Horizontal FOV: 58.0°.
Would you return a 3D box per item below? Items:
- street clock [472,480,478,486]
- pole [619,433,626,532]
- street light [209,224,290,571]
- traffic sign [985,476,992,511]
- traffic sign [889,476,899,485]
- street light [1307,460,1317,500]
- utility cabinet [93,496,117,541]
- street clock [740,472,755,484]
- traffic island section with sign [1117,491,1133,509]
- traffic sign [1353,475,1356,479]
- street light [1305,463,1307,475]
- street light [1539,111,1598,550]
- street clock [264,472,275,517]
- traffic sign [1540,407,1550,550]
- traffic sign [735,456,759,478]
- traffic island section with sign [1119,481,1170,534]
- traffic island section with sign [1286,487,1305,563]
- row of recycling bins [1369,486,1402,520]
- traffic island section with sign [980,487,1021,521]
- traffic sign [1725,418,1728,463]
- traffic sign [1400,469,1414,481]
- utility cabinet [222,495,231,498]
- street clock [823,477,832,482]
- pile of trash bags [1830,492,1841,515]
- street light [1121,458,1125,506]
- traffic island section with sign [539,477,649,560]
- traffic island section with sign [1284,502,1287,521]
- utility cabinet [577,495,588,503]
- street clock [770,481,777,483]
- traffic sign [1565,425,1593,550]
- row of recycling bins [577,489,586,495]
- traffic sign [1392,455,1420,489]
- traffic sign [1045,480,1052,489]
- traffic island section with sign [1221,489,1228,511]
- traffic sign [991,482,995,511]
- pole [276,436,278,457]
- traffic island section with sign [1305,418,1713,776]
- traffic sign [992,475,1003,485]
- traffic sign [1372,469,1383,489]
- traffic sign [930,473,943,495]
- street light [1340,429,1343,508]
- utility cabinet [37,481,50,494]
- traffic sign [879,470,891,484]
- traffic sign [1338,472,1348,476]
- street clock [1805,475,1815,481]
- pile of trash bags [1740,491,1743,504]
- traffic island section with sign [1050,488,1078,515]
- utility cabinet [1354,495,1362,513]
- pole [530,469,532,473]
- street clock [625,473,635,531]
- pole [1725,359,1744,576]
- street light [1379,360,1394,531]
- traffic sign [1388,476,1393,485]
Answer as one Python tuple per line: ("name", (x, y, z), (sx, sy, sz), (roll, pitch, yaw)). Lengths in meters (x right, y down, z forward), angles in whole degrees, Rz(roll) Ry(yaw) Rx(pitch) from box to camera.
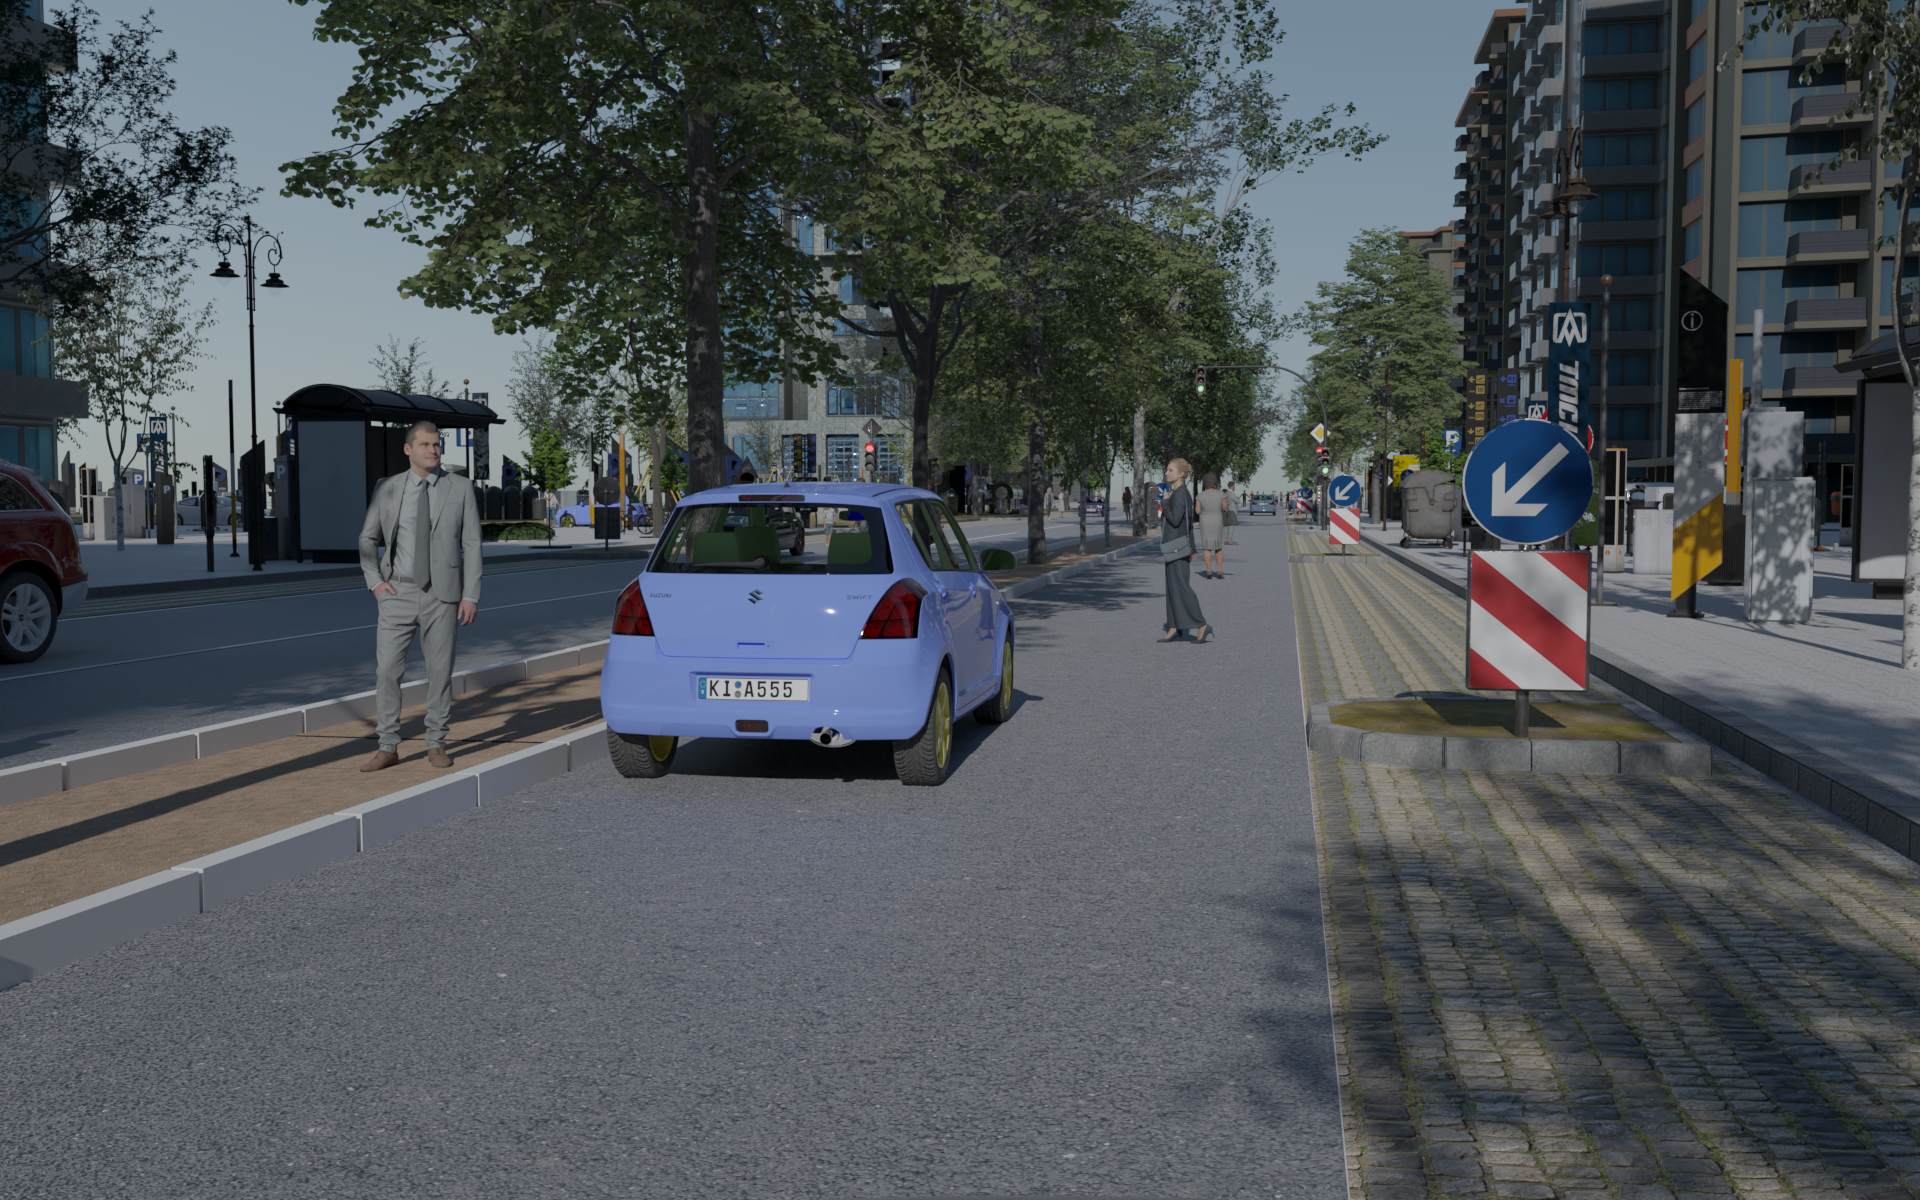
("street clock", (-24.894, -5.149, 88.760), (0.358, 2.002, 0.471), (0, 4, 5))
("pole", (-11.342, -3.938, 58.228), (0.158, 3.312, 0.155), (0, 3, 0))
("street light", (-11.773, -3.429, 28.850), (0.468, 5.910, 1.993), (1, 4, 11))
("traffic sign", (1.918, -7.466, 122.073), (0.884, 2.594, 0.081), (1, 4, 15))
("traffic sign", (-3.661, -5.731, 95.830), (0.606, 2.300, 0.079), (1, 4, 11))
("street light", (44.139, -14.943, 217.109), (0.468, 5.910, 1.993), (1, 4, 11))
("utility cabinet", (-23.747, -2.263, 48.159), (0.306, 1.237, 1.020), (0, 4, -8))
("street clock", (-7.011, -3.215, 57.129), (0.471, 2.002, 0.358), (0, 4, -4))
("traffic island section with sign", (16.399, -9.842, 169.543), (1.989, 1.847, 2.006), (1, 4, 11))
("traffic sign", (27.083, -7.294, 119.254), (0.884, 2.594, 0.081), (1, 4, 16))
("street light", (52.032, -17.577, 260.165), (0.468, 5.910, 1.993), (1, 4, 11))
("street light", (7.486, -2.976, 21.450), (0.468, 5.910, 1.993), (1, 4, 11))
("street clock", (-22.221, -3.148, 56.045), (0.358, 2.002, 0.471), (2, 4, 34))
("traffic sign", (8.404, -1.512, 24.718), (0.884, 2.594, 0.081), (1, 4, 12))
("traffic sign", (-7.221, -3.592, 58.728), (0.884, 2.594, 0.081), (1, 4, 15))
("traffic island section with sign", (6.785, -3.315, 62.330), (2.006, 1.907, 1.989), (1, 4, 11))
("traffic island section with sign", (7.930, -1.695, 36.342), (1.989, 1.847, 2.006), (1, 4, 11))
("row of recycling bins", (22.546, -5.177, 91.758), (1.069, 1.692, 3.534), (0, 4, -1))
("traffic island section with sign", (2.222, -5.187, 93.443), (1.989, 1.847, 2.006), (1, 4, 11))
("traffic sign", (12.621, -1.759, 28.861), (0.768, 2.556, 0.104), (1, 4, 17))
("traffic sign", (22.769, -5.382, 88.094), (0.768, 2.556, 0.104), (1, 4, 18))
("utility cabinet", (-41.098, -5.304, 97.882), (0.306, 1.237, 1.020), (3, 5, 43))
("street clock", (-5.558, -4.162, 72.617), (0.358, 2.002, 0.471), (-2, 4, -24))
("pile of trash bags", (50.777, -5.553, 100.547), (1.912, 1.369, 3.447), (-2, 4, -26))
("street light", (17.501, -13.032, 185.856), (0.468, 5.910, 1.993), (1, 4, 11))
("traffic island section with sign", (-8.031, -1.825, 38.469), (1.989, 1.847, 2.006), (1, 4, 11))
("traffic island section with sign", (18.119, -5.043, 91.081), (1.989, 1.847, 2.006), (1, 4, 11))
("utility cabinet", (-25.153, -6.377, 115.426), (1.020, 1.237, 0.306), (-1, 4, -14))
("street clock", (-10.223, -5.524, 94.881), (0.471, 2.002, 0.358), (0, 4, -2))
("traffic sign", (9.889, -1.720, 28.220), (0.768, 2.556, 0.104), (1, 4, 13))
("row of recycling bins", (-33.137, -8.865, 152.058), (1.069, 1.692, 3.534), (-1, 4, -19))
("traffic sign", (23.469, -5.838, 89.327), (2.265, 3.308, 0.079), (1, 4, 14))
("traffic sign", (6.526, -7.751, 128.853), (0.606, 2.300, 0.079), (1, 4, 12))
("traffic island section with sign", (21.905, -8.278, 143.484), (2.006, 1.907, 1.989), (1, 4, 11))
("traffic sign", (2.514, -7.559, 124.771), (0.795, 2.450, 0.064), (1, 4, 17))
("pole", (-23.896, -4.095, 60.790), (0.158, 3.312, 0.155), (0, 3, 0))
("traffic island section with sign", (3.002, -0.074, 9.840), (1.989, 1.847, 2.006), (1, 4, 11))
("traffic sign", (2.431, -6.884, 112.666), (0.768, 2.556, 0.104), (1, 4, 14))
("traffic sign", (21.393, -5.395, 88.315), (0.768, 2.556, 0.104), (1, 4, 17))
("traffic sign", (-1.456, -6.524, 106.780), (0.768, 2.556, 0.104), (1, 4, 12))
("street light", (22.782, -7.974, 103.167), (0.468, 5.910, 1.993), (1, 4, 11))
("utility cabinet", (-14.848, -1.154, 27.544), (1.173, 1.500, 0.318), (3, 5, 40))
("traffic sign", (-4.205, -5.789, 94.661), (0.884, 2.594, 0.081), (1, 4, 15))
("traffic sign", (21.790, -6.010, 98.375), (0.768, 2.556, 0.104), (1, 4, 12))
("street clock", (33.017, -3.846, 67.460), (0.471, 2.002, 0.358), (-1, 4, -16))
("pile of trash bags", (21.648, -2.489, 50.444), (3.447, 1.369, 1.912), (-2, 4, -25))
("traffic island section with sign", (7.234, -6.835, 120.384), (1.989, 1.847, 2.006), (1, 4, 11))
("utility cabinet", (26.195, -6.357, 115.106), (1.020, 1.237, 0.306), (0, 4, 2))
("pole", (-25.958, -6.778, 104.664), (0.158, 3.312, 0.155), (0, 3, 0))
("street clock", (-11.614, -3.447, 60.927), (0.358, 2.002, 0.471), (-1, 4, -21))
("pole", (11.754, -1.986, 26.308), (0.158, 3.312, 0.155), (0, 3, 0))
("street light", (14.692, -5.319, 59.761), (0.468, 5.910, 1.993), (1, 4, 11))
("traffic sign", (23.827, -5.858, 96.960), (0.795, 2.450, 0.064), (1, 4, 15))
